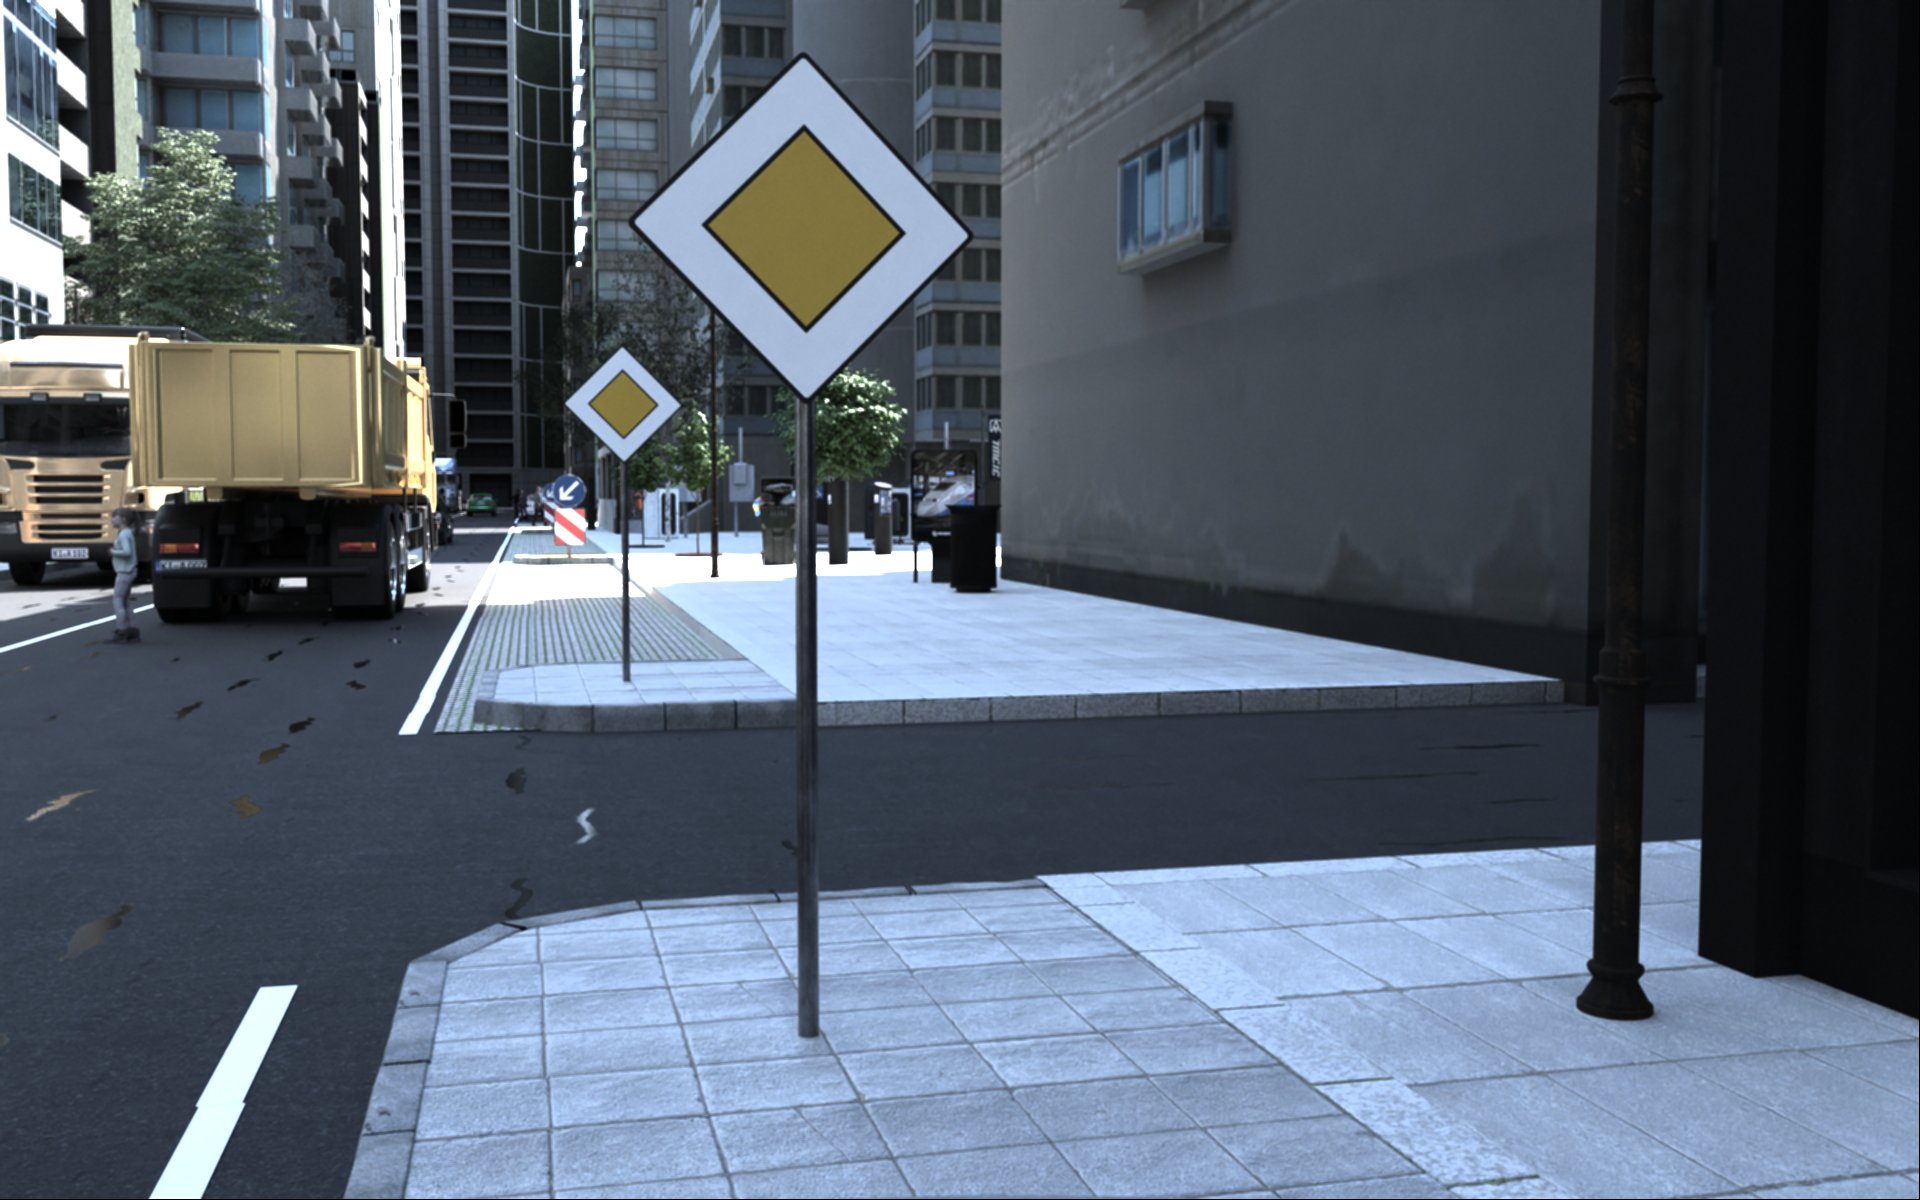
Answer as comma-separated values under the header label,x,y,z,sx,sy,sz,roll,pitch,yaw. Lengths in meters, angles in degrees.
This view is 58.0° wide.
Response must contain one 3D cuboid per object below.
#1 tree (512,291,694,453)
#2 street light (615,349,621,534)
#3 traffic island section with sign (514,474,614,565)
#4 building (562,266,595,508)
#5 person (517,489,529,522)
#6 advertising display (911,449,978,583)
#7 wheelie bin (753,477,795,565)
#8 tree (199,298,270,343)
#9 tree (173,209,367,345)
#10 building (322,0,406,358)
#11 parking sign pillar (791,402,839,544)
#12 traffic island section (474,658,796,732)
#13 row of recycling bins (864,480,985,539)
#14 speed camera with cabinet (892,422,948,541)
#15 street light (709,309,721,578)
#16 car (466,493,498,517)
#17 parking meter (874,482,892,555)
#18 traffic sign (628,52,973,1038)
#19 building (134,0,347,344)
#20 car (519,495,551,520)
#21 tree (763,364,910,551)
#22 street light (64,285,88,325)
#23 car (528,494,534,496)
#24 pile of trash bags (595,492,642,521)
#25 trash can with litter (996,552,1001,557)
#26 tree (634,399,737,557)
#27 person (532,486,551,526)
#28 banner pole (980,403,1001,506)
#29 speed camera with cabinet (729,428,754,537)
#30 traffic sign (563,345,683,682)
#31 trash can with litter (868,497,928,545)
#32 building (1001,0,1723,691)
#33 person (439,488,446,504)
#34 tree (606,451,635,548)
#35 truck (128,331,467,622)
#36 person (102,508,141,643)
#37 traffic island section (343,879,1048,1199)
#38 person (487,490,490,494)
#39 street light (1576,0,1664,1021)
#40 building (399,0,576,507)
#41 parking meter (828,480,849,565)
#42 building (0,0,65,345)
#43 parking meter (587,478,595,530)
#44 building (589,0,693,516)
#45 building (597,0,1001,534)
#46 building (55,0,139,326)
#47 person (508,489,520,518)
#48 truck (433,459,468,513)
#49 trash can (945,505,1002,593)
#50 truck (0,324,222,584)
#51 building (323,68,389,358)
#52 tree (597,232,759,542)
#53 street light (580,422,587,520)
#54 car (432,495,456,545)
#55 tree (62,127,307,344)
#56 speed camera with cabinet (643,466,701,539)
label,x,y,z,sx,sy,sz,roll,pitch,yaw
tree,-15.980,-8.844,79.007,8.767,10.594,7.601,-1,4,-17
street light,-10.962,-5.050,55.357,0.468,5.910,1.993,-1,4,-14
traffic island section with sign,-8.189,-1.659,35.758,1.989,1.847,2.006,-1,4,-14
building,-19.630,-18.569,148.642,27.650,21.520,28.899,-1,4,-14
person,-22.756,-4.939,90.172,0.541,1.710,0.530,3,5,43
advertising display,-0.223,-1.211,25.017,0.974,1.923,0.123,1,4,9
wheelie bin,-3.264,-1.438,31.425,0.980,1.594,0.693,0,4,-6
tree,-26.917,-6.875,62.773,4.360,8.622,3.978,0,3,0
tree,-30.225,-10.106,75.607,12.009,13.543,11.850,0,3,0
building,-59.075,-33.605,138.674,27.495,52.752,28.713,-1,4,-14
parking sign pillar,-3.721,-3.450,44.875,1.447,3.967,1.447,0,4,-3
traffic island section,-2.264,0.636,11.879,2.009,0.180,2.903,-1,4,-14
row of recycling bins,-1.022,-2.604,49.681,3.534,1.692,1.069,-1,4,-20
speed camera with cabinet,-1.086,-3.261,47.646,2.038,3.252,0.660,1,4,23
street light,-3.741,-3.271,26.264,0.468,5.910,1.993,-1,4,-14
car,-30.978,-6.321,112.151,1.959,1.807,4.718,-1,4,-13
parking meter,-1.615,-1.714,36.436,0.372,1.533,0.369,0,3,0
traffic sign,-0.362,-0.025,4.045,0.795,2.450,0.064,-1,4,-14
building,-46.044,-29.000,93.756,23.786,49.044,30.456,-1,4,-14
car,-23.616,-5.180,97.059,2.083,1.381,4.827,-1,4,-16
tree,-2.822,-3.423,39.684,4.285,4.588,4.351,0,3,0
street light,-19.584,-4.021,38.538,0.468,5.910,1.993,-1,4,-14
car,-37.323,-8.691,152.316,2.015,1.641,3.980,-1,4,-14
pile of trash bags,-16.130,-4.454,82.575,1.912,1.369,3.447,2,4,25
trash can with litter,1.139,-1.515,35.823,1.678,1.210,2.233,1,4,14
tree,-5.532,-2.507,35.592,1.663,3.219,1.824,0,3,0
person,-18.665,-4.170,77.072,0.834,1.777,0.661,0,4,3
banner pole,0.849,-3.547,48.016,0.863,3.779,0.401,-1,4,-15
speed camera with cabinet,-5.832,-3.511,51.737,2.038,3.252,0.660,0,4,2
traffic sign,-2.285,-0.499,11.796,0.795,2.450,0.064,-1,4,-14
trash can with litter,-1.361,-2.021,44.095,2.233,1.210,1.678,-1,4,-13
building,11.851,-24.424,23.030,21.600,48.544,21.300,-1,4,-14
person,-27.420,-5.068,92.087,0.721,1.735,1.217,-1,4,-14
tree,-7.545,-2.885,41.763,1.663,3.219,1.824,0,3,0
truck,-8.573,-1.667,23.174,3.469,3.379,9.791,-1,4,-13
person,-8.098,-0.241,16.725,0.394,1.301,0.425,-3,5,-40
traffic island section,-0.341,1.110,4.128,2.009,0.180,2.903,-1,4,-14
person,-36.103,-7.528,132.305,0.721,1.735,1.217,2,4,26
street light,1.628,-1.917,4.128,0.468,5.910,1.993,-1,4,-14
building,-48.957,-44.922,172.732,20.611,71.187,20.563,-1,4,-14
parking meter,-2.206,-1.406,31.406,0.372,1.533,0.369,0,3,0
building,-88.168,-50.201,133.460,31.000,86.520,22.319,-1,4,-14
parking meter,-13.209,-3.443,61.997,0.255,1.863,0.399,-1,4,-18
building,-13.118,-25.157,94.906,14.154,41.232,14.086,-1,4,-14
building,2.628,-22.885,66.046,32.217,40.220,23.993,-1,4,-14
building,-37.113,-17.594,59.360,14.160,30.474,14.107,-1,4,-14
person,-26.447,-5.734,103.066,1.217,1.723,0.721,3,4,36
truck,-40.556,-9.000,136.913,2.967,4.110,18.799,-1,4,-12
trash can,0.178,-0.673,22.654,0.748,1.137,0.748,0,3,0
truck,-14.710,-2.575,31.017,2.839,4.237,11.283,-1,4,-14
building,-46.589,-21.125,117.100,14.160,30.474,14.107,-1,4,-14
tree,-7.595,-5.860,46.166,4.360,8.622,3.978,0,3,0
street light,-18.335,-6.854,84.850,0.468,5.910,1.993,-1,4,-14
car,-15.521,-2.440,49.681,2.009,1.686,4.222,-1,4,-13
tree,-24.112,-8.298,53.802,7.486,12.596,7.792,0,3,0
speed camera with cabinet,-8.285,-3.401,49.936,0.660,3.252,2.038,2,4,28
